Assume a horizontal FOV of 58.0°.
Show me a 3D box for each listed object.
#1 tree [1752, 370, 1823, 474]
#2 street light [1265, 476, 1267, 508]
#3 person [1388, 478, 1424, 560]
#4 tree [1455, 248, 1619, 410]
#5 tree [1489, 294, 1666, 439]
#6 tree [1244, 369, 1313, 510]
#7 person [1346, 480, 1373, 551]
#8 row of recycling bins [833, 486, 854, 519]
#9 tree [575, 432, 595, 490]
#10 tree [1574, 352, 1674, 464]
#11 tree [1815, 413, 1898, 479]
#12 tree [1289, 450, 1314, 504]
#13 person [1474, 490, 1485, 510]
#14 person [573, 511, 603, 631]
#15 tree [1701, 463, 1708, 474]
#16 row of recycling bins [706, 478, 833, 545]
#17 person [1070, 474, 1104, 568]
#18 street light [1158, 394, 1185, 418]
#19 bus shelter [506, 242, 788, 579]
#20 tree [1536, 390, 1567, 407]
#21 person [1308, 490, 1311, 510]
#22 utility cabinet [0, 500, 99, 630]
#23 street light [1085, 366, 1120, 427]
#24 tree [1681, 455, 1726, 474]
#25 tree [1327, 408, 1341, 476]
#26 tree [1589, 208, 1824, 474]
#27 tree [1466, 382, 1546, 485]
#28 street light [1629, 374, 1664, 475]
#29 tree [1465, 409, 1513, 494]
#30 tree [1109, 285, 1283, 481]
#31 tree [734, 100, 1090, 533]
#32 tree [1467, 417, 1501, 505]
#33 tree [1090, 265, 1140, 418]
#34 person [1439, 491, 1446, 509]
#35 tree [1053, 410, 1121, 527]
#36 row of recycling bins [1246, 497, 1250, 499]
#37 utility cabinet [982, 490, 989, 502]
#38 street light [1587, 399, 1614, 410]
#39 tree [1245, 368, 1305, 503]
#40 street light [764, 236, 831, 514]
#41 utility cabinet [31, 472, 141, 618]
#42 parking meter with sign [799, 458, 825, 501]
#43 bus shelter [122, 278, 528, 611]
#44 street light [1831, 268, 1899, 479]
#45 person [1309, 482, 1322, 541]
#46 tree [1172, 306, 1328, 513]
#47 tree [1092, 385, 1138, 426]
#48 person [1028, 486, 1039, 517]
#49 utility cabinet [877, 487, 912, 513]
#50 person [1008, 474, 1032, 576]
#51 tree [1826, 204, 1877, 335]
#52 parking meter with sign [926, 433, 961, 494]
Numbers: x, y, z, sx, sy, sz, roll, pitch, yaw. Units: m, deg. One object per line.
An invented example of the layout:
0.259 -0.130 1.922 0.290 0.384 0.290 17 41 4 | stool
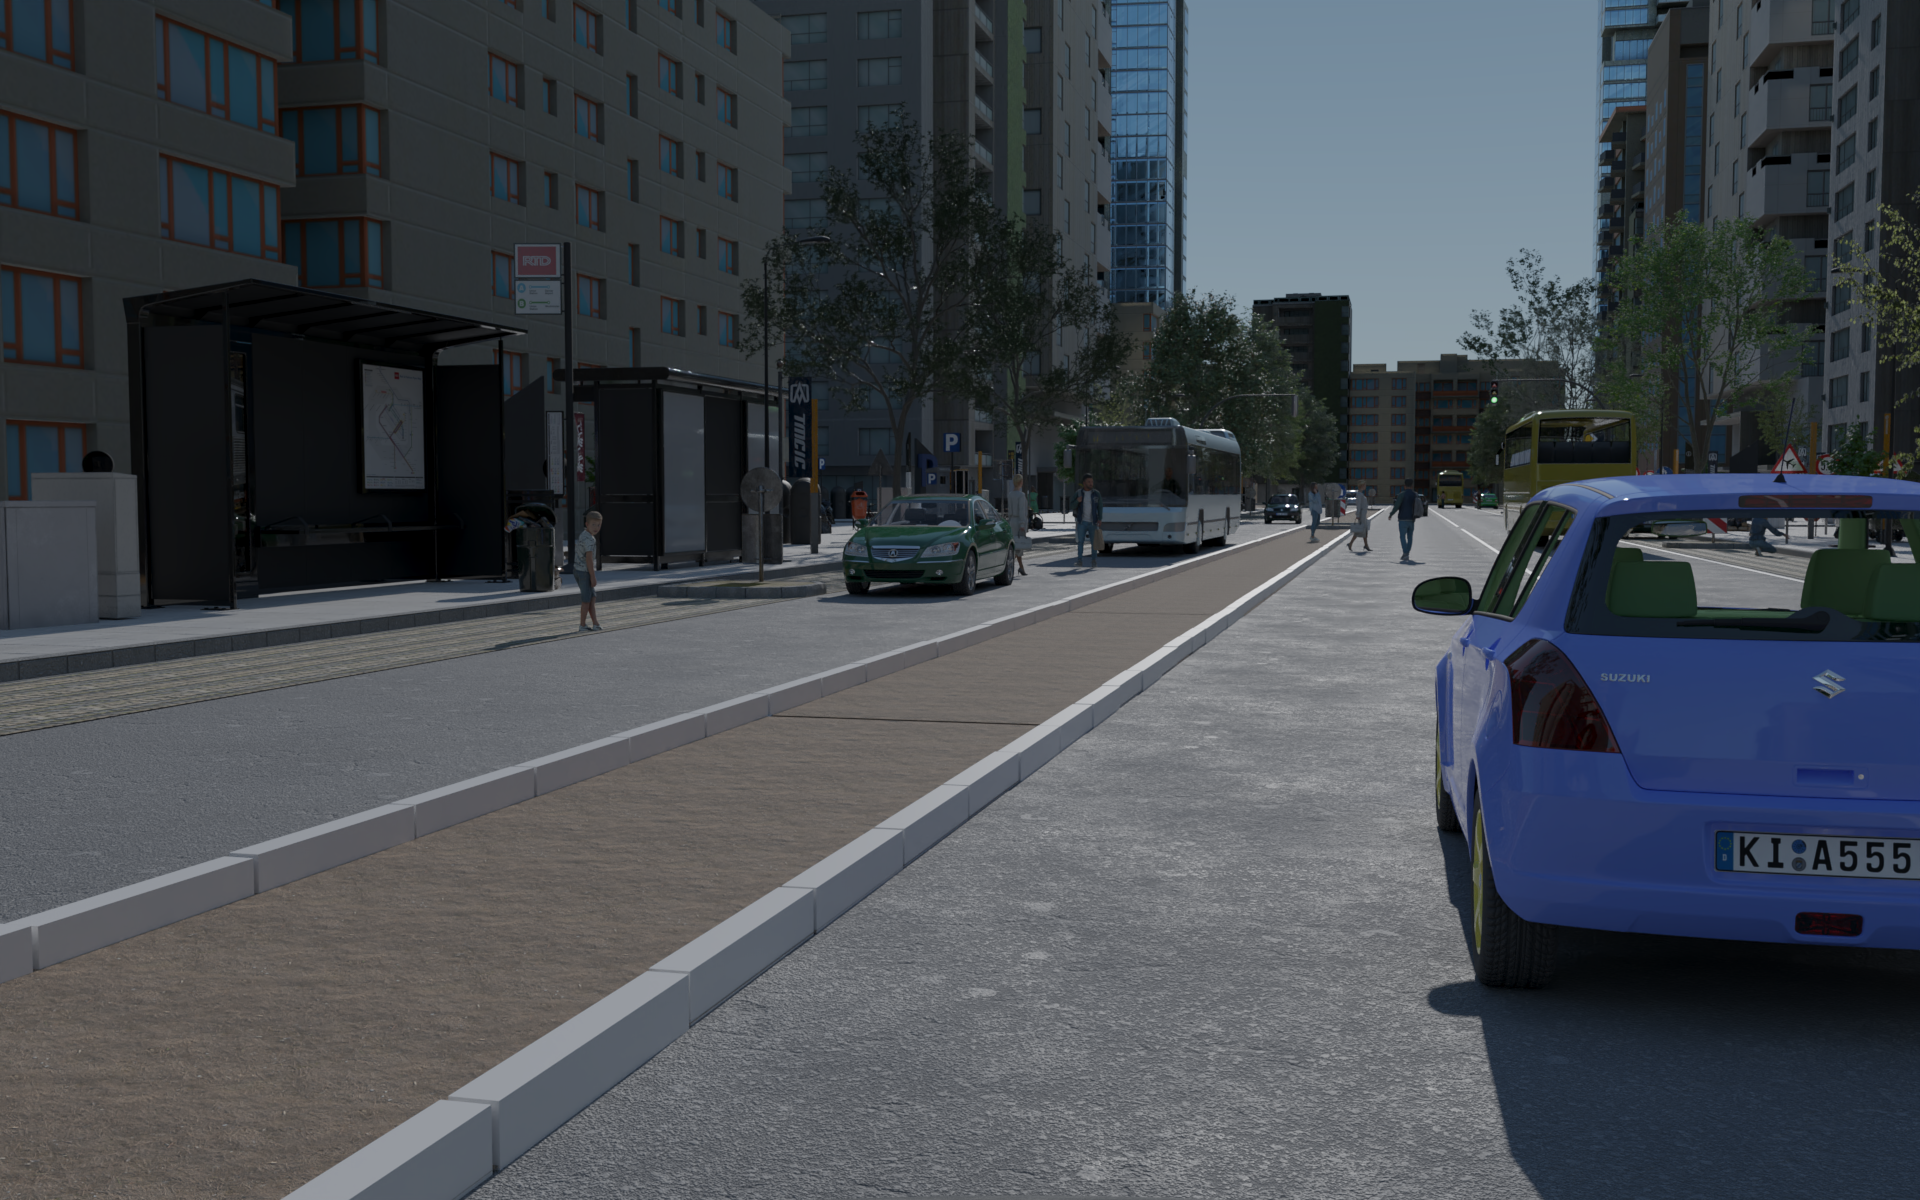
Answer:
48.661 -9.280 102.086 4.737 8.622 4.395 0 3 0 | tree
26.083 -10.504 144.281 1.470 5.913 1.316 1 4 14 | street light
9.787 -1.776 37.891 0.623 1.781 0.721 -2 4 -25 | person
44.422 -17.133 136.014 12.611 20.169 13.585 0 3 0 | tree
38.056 -12.046 107.319 12.009 13.543 11.850 0 3 0 | tree
23.743 -13.068 139.425 9.928 11.665 9.643 0 3 0 | tree
10.017 -2.113 43.393 0.624 1.780 0.694 2 4 28 | person
-6.662 -4.989 88.686 3.534 1.692 1.069 -2 4 -24 | row of recycling bins
-9.465 -3.165 46.346 1.663 3.219 1.824 0 3 0 | tree
34.693 -8.531 89.841 4.737 8.622 4.395 0 3 0 | tree
21.445 -2.869 41.509 1.663 3.219 1.824 0 3 0 | tree
43.990 -16.544 220.853 4.360 8.622 3.978 0 3 0 | tree
46.955 -9.018 156.458 1.217 1.766 0.721 -1 4 -15 | person
-3.866 -0.298 18.052 0.352 1.250 0.332 1 4 17 | person
38.907 -5.855 90.325 1.663 3.219 1.824 0 3 0 | tree
-5.072 -2.317 44.993 3.534 1.692 1.069 2 4 35 | row of recycling bins
2.503 -1.522 33.367 0.794 1.824 0.713 1 4 22 | person
9.782 -6.620 80.770 1.470 5.913 1.316 1 4 14 | street light
-5.407 -3.211 30.137 2.179 5.291 8.768 1 4 15 | bus shelter
41.394 -10.424 120.791 4.737 8.622 4.395 0 3 0 | tree
30.859 -8.781 152.095 0.660 1.820 0.620 2 4 32 | person
-8.906 -0.346 16.819 0.306 1.237 1.020 2 4 23 | utility cabinet
5.132 -5.538 63.093 1.470 5.913 1.316 1 4 14 | street light
59.217 -9.425 137.806 4.285 4.588 4.351 0 3 0 | tree
39.014 -17.750 196.863 9.857 13.997 8.962 0 3 0 | tree
26.618 -8.334 62.014 9.928 11.665 9.643 0 3 0 | tree
60.406 -17.354 190.386 9.857 13.997 8.962 0 3 0 | tree
26.616 -5.786 67.135 1.470 5.913 1.316 1 4 14 | street light
67.502 -18.292 217.206 7.486 12.596 7.792 0 3 0 | tree
13.022 -10.903 95.265 9.611 12.733 9.660 0 3 0 | tree
-1.679 -6.586 42.087 8.767 10.594 7.601 1 4 10 | tree
64.362 -16.639 206.455 8.767 10.594 7.601 2 4 30 | tree
2.383 -7.525 57.443 8.767 10.594 7.601 3 5 39 | tree
46.817 -9.720 168.126 0.721 1.736 1.217 3 5 44 | person
5.019 -5.076 66.703 4.285 4.588 4.351 0 3 0 | tree
23.957 -8.654 148.610 1.069 1.692 3.534 -1 4 -10 | row of recycling bins
1.869 -6.426 113.744 1.173 1.500 0.318 -2 4 -25 | utility cabinet
31.228 -6.844 84.441 1.470 5.913 1.316 1 4 14 | street light
26.591 -14.214 150.533 7.486 12.596 7.792 0 3 0 | tree
-3.009 -3.604 31.468 1.470 5.913 1.316 1 4 14 | street light
-9.027 -0.564 17.905 1.173 1.500 0.318 2 4 23 | utility cabinet
-7.476 -5.412 84.743 1.738 3.016 0.543 2 4 29 | parking meter with sign
-7.772 -1.885 22.108 1.731 3.624 6.357 1 4 14 | bus shelter
18.533 -3.852 35.517 1.470 5.913 1.316 1 4 14 | street light
10.865 -2.710 53.071 0.793 1.790 0.793 0 4 0 | person
19.144 -13.015 119.442 9.857 13.997 8.962 0 3 0 | tree
9.727 -9.716 109.221 4.360 8.622 3.978 0 3 0 | tree
3.260 -4.226 77.848 0.600 1.795 0.529 -1 4 -19 | person
-2.193 -3.023 58.113 1.173 1.500 0.318 2 4 29 | utility cabinet
0.960 -1.307 30.222 0.624 1.780 0.694 -1 4 -22 | person
17.953 -4.903 30.523 4.360 8.622 3.978 0 3 0 | tree
-0.644 -3.205 48.664 0.543 3.016 1.738 2 4 31 | parking meter with sign
